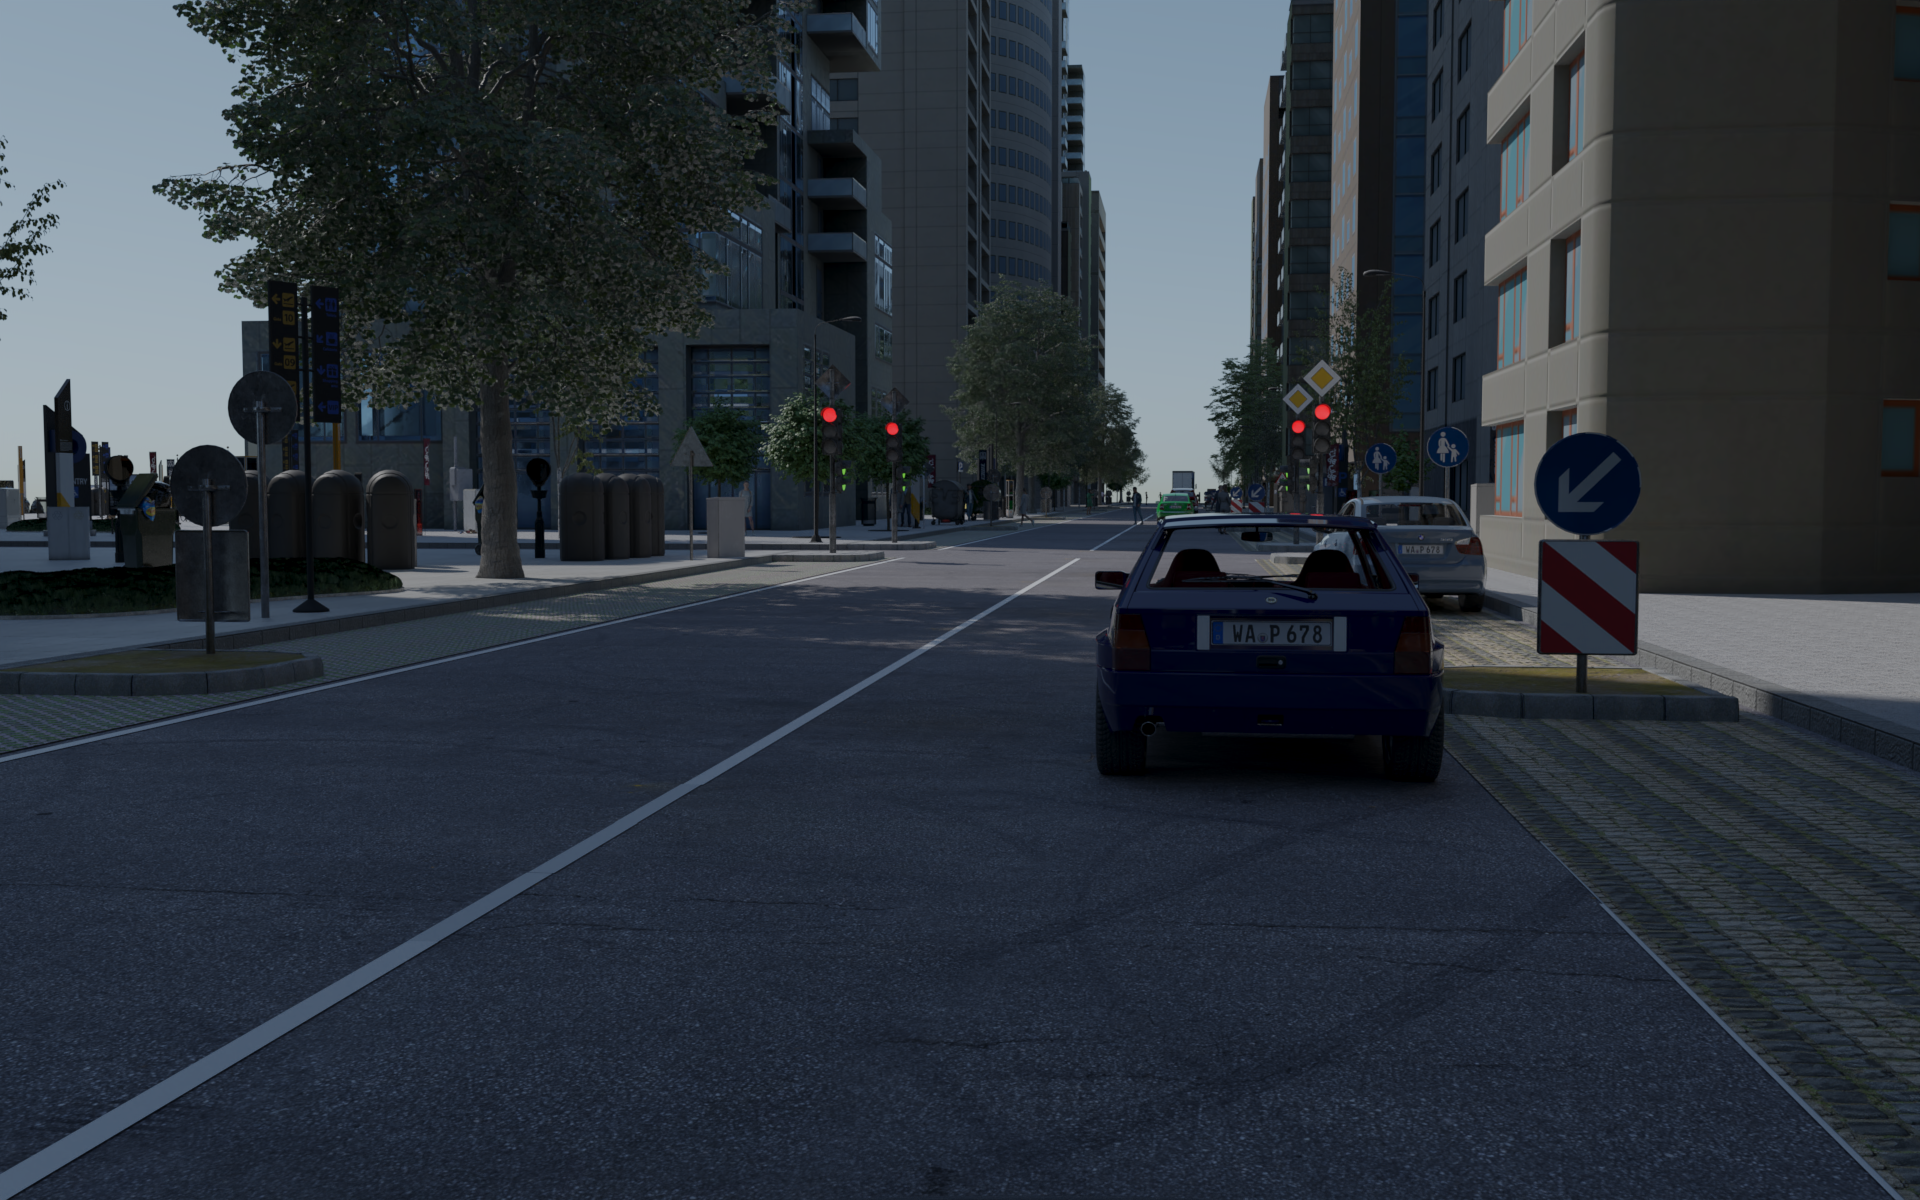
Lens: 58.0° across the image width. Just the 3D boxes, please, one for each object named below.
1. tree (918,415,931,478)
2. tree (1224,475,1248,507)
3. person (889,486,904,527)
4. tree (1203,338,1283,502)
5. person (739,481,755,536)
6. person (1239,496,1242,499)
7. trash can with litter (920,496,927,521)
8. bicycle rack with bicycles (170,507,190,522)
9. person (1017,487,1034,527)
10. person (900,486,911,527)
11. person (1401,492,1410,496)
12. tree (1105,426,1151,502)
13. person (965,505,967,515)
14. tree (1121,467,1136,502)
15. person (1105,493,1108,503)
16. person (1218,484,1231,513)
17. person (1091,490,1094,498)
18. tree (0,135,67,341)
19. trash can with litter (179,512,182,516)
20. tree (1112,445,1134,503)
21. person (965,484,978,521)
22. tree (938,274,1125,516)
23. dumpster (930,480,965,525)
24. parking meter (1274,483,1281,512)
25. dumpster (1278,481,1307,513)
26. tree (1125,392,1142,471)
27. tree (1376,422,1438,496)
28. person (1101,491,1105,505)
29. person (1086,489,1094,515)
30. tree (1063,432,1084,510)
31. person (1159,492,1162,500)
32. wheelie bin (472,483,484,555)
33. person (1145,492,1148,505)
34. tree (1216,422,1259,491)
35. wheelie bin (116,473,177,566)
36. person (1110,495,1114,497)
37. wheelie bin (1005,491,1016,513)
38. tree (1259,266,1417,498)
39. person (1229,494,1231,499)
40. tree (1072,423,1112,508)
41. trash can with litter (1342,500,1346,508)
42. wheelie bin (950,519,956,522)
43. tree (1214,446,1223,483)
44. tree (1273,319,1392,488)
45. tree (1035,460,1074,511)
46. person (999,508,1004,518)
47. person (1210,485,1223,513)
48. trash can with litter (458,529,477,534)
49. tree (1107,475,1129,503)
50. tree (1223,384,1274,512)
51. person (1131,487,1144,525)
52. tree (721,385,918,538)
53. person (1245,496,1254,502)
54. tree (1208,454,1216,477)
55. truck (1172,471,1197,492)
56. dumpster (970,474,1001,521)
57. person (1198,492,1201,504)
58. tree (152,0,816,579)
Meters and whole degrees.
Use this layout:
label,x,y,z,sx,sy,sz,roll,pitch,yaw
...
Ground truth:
label,x,y,z,sx,sy,sz,roll,pitch,yaw
tree,-2.467,-4.669,60.059,4.285,4.588,4.351,0,3,0
tree,27.582,-10.889,172.644,1.663,3.219,1.824,0,3,0
person,-2.422,-3.580,64.683,0.694,1.812,0.767,2,4,27
tree,21.505,-12.671,125.294,7.486,12.596,7.792,0,3,0
person,-6.615,-2.850,53.637,0.512,1.701,0.522,-1,4,-9
person,34.897,-12.812,215.594,0.705,1.814,1.350,1,4,13
trash can with litter,-2.036,-4.399,83.309,0.624,1.170,1.055,1,4,21
bicycle rack with bicycles,-35.863,-4.051,79.621,2.852,0.926,2.925,-2,4,-25
person,2.872,-4.067,75.743,0.760,1.731,0.466,0,4,-3
person,-2.120,-3.728,66.913,0.656,1.842,0.836,-1,4,-20
person,16.876,-3.607,65.193,0.661,1.801,0.590,2,4,32
tree,25.911,-22.084,278.084,9.611,12.733,9.660,0,3,0
person,1.063,-5.945,103.462,1.509,1.804,0.699,1,4,14
tree,24.899,-19.311,266.093,4.737,8.622,4.395,0,3,0
person,17.731,-12.396,209.380,0.621,1.740,0.551,-1,4,-10
person,9.417,-3.219,61.413,0.520,1.790,0.573,2,4,29
person,15.898,-12.373,208.435,0.705,1.812,1.348,3,5,44
tree,-15.932,-4.605,25.650,4.737,8.622,4.395,0,3,0
trash can with litter,-44.851,-5.401,99.691,0.624,1.170,1.055,-1,4,-13
tree,22.219,-17.889,242.846,4.360,8.622,3.978,0,3,0
person,0.431,-4.613,81.811,0.623,1.781,0.721,-3,5,-44
tree,3.626,-11.915,101.471,9.857,13.997,8.962,0,3,0
dumpster,-0.526,-4.035,71.729,1.264,1.857,1.865,0,4,7
parking meter,17.273,-5.413,94.217,0.255,1.863,0.399,-2,4,-26
dumpster,15.404,-4.552,80.185,1.264,1.857,1.865,0,4,7
tree,15.612,-17.537,193.389,9.857,13.997,8.962,0,3,0
tree,11.906,-3.203,46.969,1.663,3.219,1.824,0,3,0
person,16.978,-12.210,206.621,0.756,1.711,0.436,2,4,26
person,8.825,-6.705,118.368,0.529,1.795,0.600,-2,4,-33
tree,8.100,-11.514,138.610,4.737,8.622,4.395,0,3,0
person,29.712,-15.087,255.991,0.721,1.723,1.217,3,5,43
wheelie bin,-9.766,-1.744,36.430,0.693,1.594,0.980,1,4,17
person,24.168,-13.113,223.622,0.721,1.743,1.217,1,4,14
tree,23.158,-11.299,135.103,4.737,8.622,4.395,0,3,0
wheelie bin,-12.223,-1.111,26.067,0.980,1.594,0.693,3,5,41
person,22.606,-15.649,261.541,1.348,1.869,0.705,-2,4,-32
wheelie bin,3.075,-5.896,104.304,0.693,1.594,0.980,0,4,5
tree,12.748,-6.419,55.317,4.737,8.622,4.395,0,3,0
person,42.783,-16.360,273.516,1.348,1.826,0.705,-2,4,-34
tree,10.949,-12.535,155.306,4.360,8.622,3.978,0,3,0
trash can with litter,13.942,-3.078,61.717,0.624,1.170,1.055,1,4,15
wheelie bin,-0.302,-4.390,79.679,0.980,1.594,0.693,-2,4,-26
tree,39.795,-18.854,258.618,4.360,8.622,3.978,0,3,0
tree,15.581,-7.432,71.876,4.360,8.622,3.978,0,3,0
tree,7.082,-8.912,129.422,4.285,4.588,4.351,0,3,0
person,1.732,-5.213,91.488,1.509,1.804,0.699,-3,4,-38
person,9.692,-3.415,64.759,0.576,1.772,0.534,-2,4,-30
trash can with litter,-15.547,-2.767,56.295,1.678,1.210,2.233,-3,5,-42
tree,23.330,-16.719,257.064,4.285,4.588,4.351,0,3,0
tree,20.468,-10.008,113.990,4.360,8.622,3.978,0,3,0
person,8.251,-4.406,80.888,0.623,1.781,0.721,2,4,32
tree,-4.152,-4.088,50.548,4.285,4.588,4.351,0,3,0
person,23.775,-8.235,140.688,0.705,1.824,1.348,-3,5,-41
tree,36.448,-17.625,238.535,4.737,8.622,4.395,0,3,0
truck,27.614,-13.733,213.451,2.839,4.237,11.283,1,4,9
dumpster,1.135,-4.948,83.387,1.502,2.255,1.985,0,4,7
person,33.392,-14.248,242.186,0.721,1.736,1.217,0,4,6
tree,-7.043,-7.301,26.026,9.857,13.997,8.962,0,3,0
